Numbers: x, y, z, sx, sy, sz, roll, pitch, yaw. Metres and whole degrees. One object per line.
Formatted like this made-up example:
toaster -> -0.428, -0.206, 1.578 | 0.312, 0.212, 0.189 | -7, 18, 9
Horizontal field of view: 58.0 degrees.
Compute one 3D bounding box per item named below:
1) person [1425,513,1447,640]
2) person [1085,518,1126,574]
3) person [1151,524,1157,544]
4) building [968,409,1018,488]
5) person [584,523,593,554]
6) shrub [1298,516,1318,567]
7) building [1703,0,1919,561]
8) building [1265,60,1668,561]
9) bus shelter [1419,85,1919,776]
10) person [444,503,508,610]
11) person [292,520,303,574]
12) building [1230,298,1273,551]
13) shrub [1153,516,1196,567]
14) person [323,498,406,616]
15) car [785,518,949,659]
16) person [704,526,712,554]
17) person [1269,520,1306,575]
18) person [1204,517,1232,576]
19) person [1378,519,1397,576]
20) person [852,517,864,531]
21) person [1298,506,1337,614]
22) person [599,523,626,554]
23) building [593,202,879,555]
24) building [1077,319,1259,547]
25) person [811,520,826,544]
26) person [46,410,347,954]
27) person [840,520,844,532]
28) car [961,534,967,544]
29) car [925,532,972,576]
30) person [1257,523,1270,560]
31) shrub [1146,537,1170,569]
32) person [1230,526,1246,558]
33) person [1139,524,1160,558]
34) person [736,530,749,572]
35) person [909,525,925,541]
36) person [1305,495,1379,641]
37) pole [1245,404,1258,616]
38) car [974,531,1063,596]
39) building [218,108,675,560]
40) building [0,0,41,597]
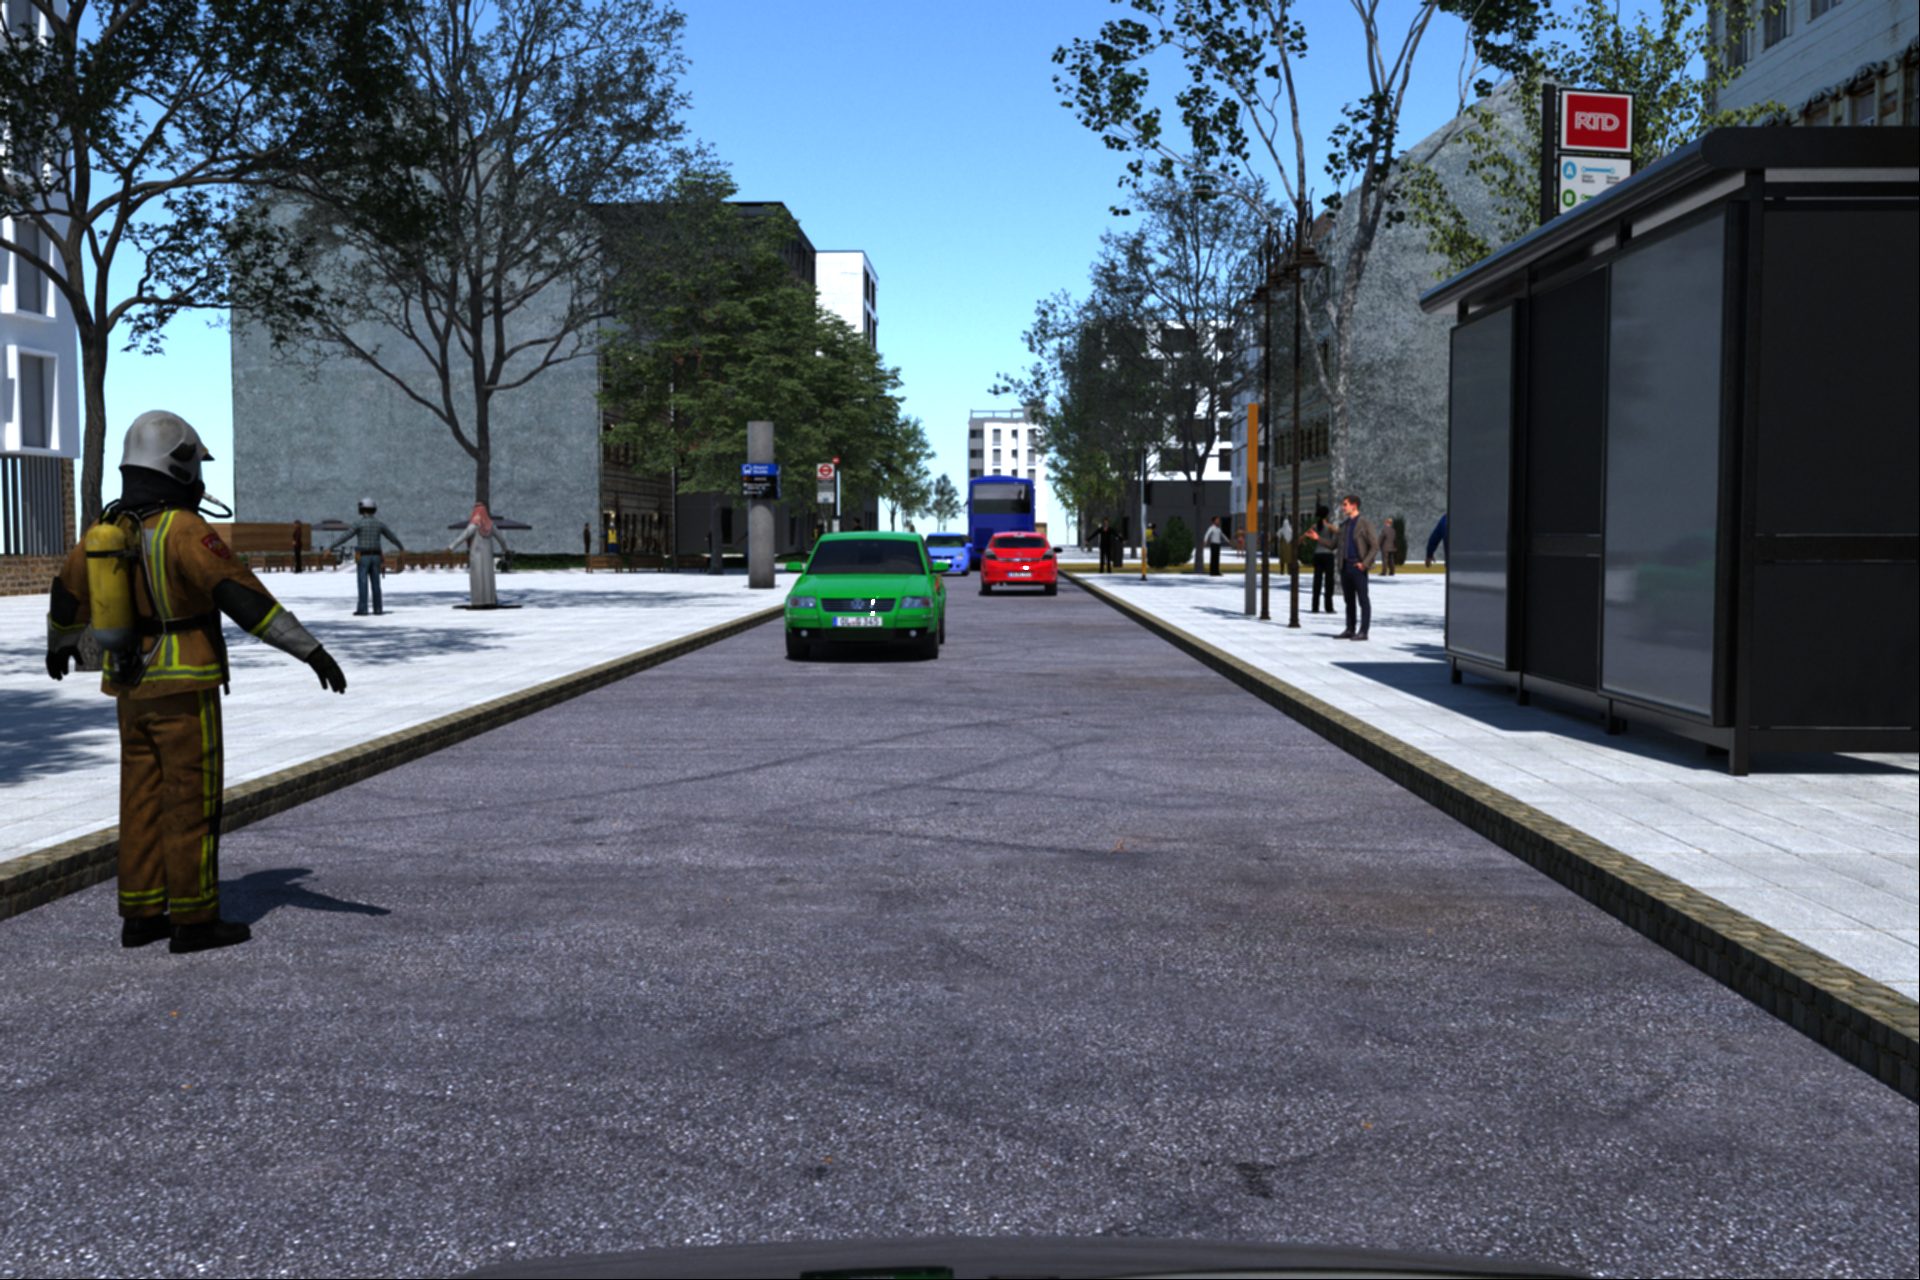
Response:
person -> 5.489, -0.796, 18.902 | 0.705, 1.842, 1.347 | -2, 4, -25
person -> 4.723, -3.062, 56.256 | 1.347, 1.806, 0.705 | 0, 4, 8
person -> 10.501, -5.336, 93.387 | 0.704, 1.843, 1.345 | 1, 4, 11
building -> 1.485, -24.044, 251.994 | 11.380, 20.090, 16.016 | 0, 4, -5
person -> -18.036, -4.762, 83.990 | 0.704, 1.812, 1.346 | -1, 4, -21
shrub -> 13.761, -3.852, 67.404 | 1.690, 2.028, 1.600 | 0, 3, 0
building -> 27.566, -12.414, 33.906 | 19.493, 23.208, 18.063 | 0, 4, 1
building -> 26.922, -15.838, 89.877 | 19.493, 23.208, 18.063 | 0, 4, 1
bus shelter -> 4.981, -2.179, 13.258 | 2.179, 5.291, 8.768 | 0, 4, 1
person -> -8.132, -1.417, 29.322 | 0.704, 1.811, 1.347 | 2, 4, 34
person -> -21.614, -3.029, 56.328 | 0.721, 1.729, 1.215 | -1, 4, -19
building -> 27.122, -17.320, 139.604 | 16.016, 20.090, 11.380 | 0, 4, 1
shrub -> 8.494, -3.918, 68.484 | 1.690, 2.028, 1.600 | 0, 3, 0
person -> -9.356, -1.316, 27.354 | 1.345, 1.849, 0.704 | -3, 5, -43
car -> -1.098, -0.765, 21.302 | 1.959, 1.807, 4.718 | 0, 4, 1
person -> -12.142, -4.749, 84.373 | 0.721, 1.740, 1.216 | 1, 4, 17
person -> 10.239, -2.901, 54.204 | 1.217, 1.736, 0.721 | 2, 4, 32
person -> 7.823, -2.860, 52.914 | 0.704, 1.810, 1.344 | 3, 5, 45
person -> 13.132, -2.861, 53.379 | 0.990, 1.755, 0.434 | -3, 4, -37
person -> -3.416, -3.130, 57.103 | 0.705, 1.837, 1.347 | 2, 4, 33
person -> 5.912, -1.296, 27.997 | 1.217, 1.737, 0.721 | 3, 4, 36
person -> -15.691, -4.390, 78.240 | 1.216, 1.772, 0.721 | -1, 4, -20
building -> -20.956, -17.086, 123.338 | 27.936, 21.610, 32.646 | 0, 4, 2
building -> 26.139, -20.620, 181.103 | 27.936, 21.610, 32.646 | 0, 4, 1
person -> -5.577, -3.898, 69.505 | 0.705, 1.856, 1.354 | -3, 5, -44
person -> -2.737, 0.134, 6.030 | 1.354, 1.858, 0.705 | 2, 4, 23
person -> -4.292, -3.355, 61.078 | 0.704, 1.802, 1.346 | 0, 4, 7
car -> -0.209, -5.169, 94.307 | 2.009, 1.686, 4.222 | 0, 4, 1
car -> -0.531, -3.089, 60.100 | 1.945, 1.707, 3.694 | 0, 4, 2
person -> 14.994, -4.872, 85.519 | 0.705, 1.847, 1.347 | -1, 4, -22
shrub -> 7.261, -3.204, 63.497 | 1.383, 1.207, 1.383 | 0, 3, 0
person -> 14.909, -5.203, 91.873 | 1.217, 1.733, 0.721 | 2, 4, 26
person -> 10.012, -5.213, 91.205 | 1.349, 1.833, 0.705 | 2, 4, 32
person -> -7.014, -3.207, 58.560 | 1.347, 1.817, 0.704 | 2, 4, 35
person -> -1.922, -3.709, 69.234 | 1.348, 1.813, 0.705 | -1, 4, -13
person -> 4.623, -0.881, 20.982 | 0.750, 1.759, 0.617 | -1, 4, -16
pole -> 4.576, -2.039, 27.184 | 0.158, 3.312, 0.155 | 0, 3, 0
car -> 1.413, -1.999, 41.720 | 2.155, 1.783, 4.494 | 0, 4, 1
building -> -26.792, -16.149, 94.971 | 19.493, 23.208, 18.063 | 0, 4, 2
building -> -24.583, -10.301, 24.842 | 16.016, 20.090, 11.380 | 0, 4, 0
